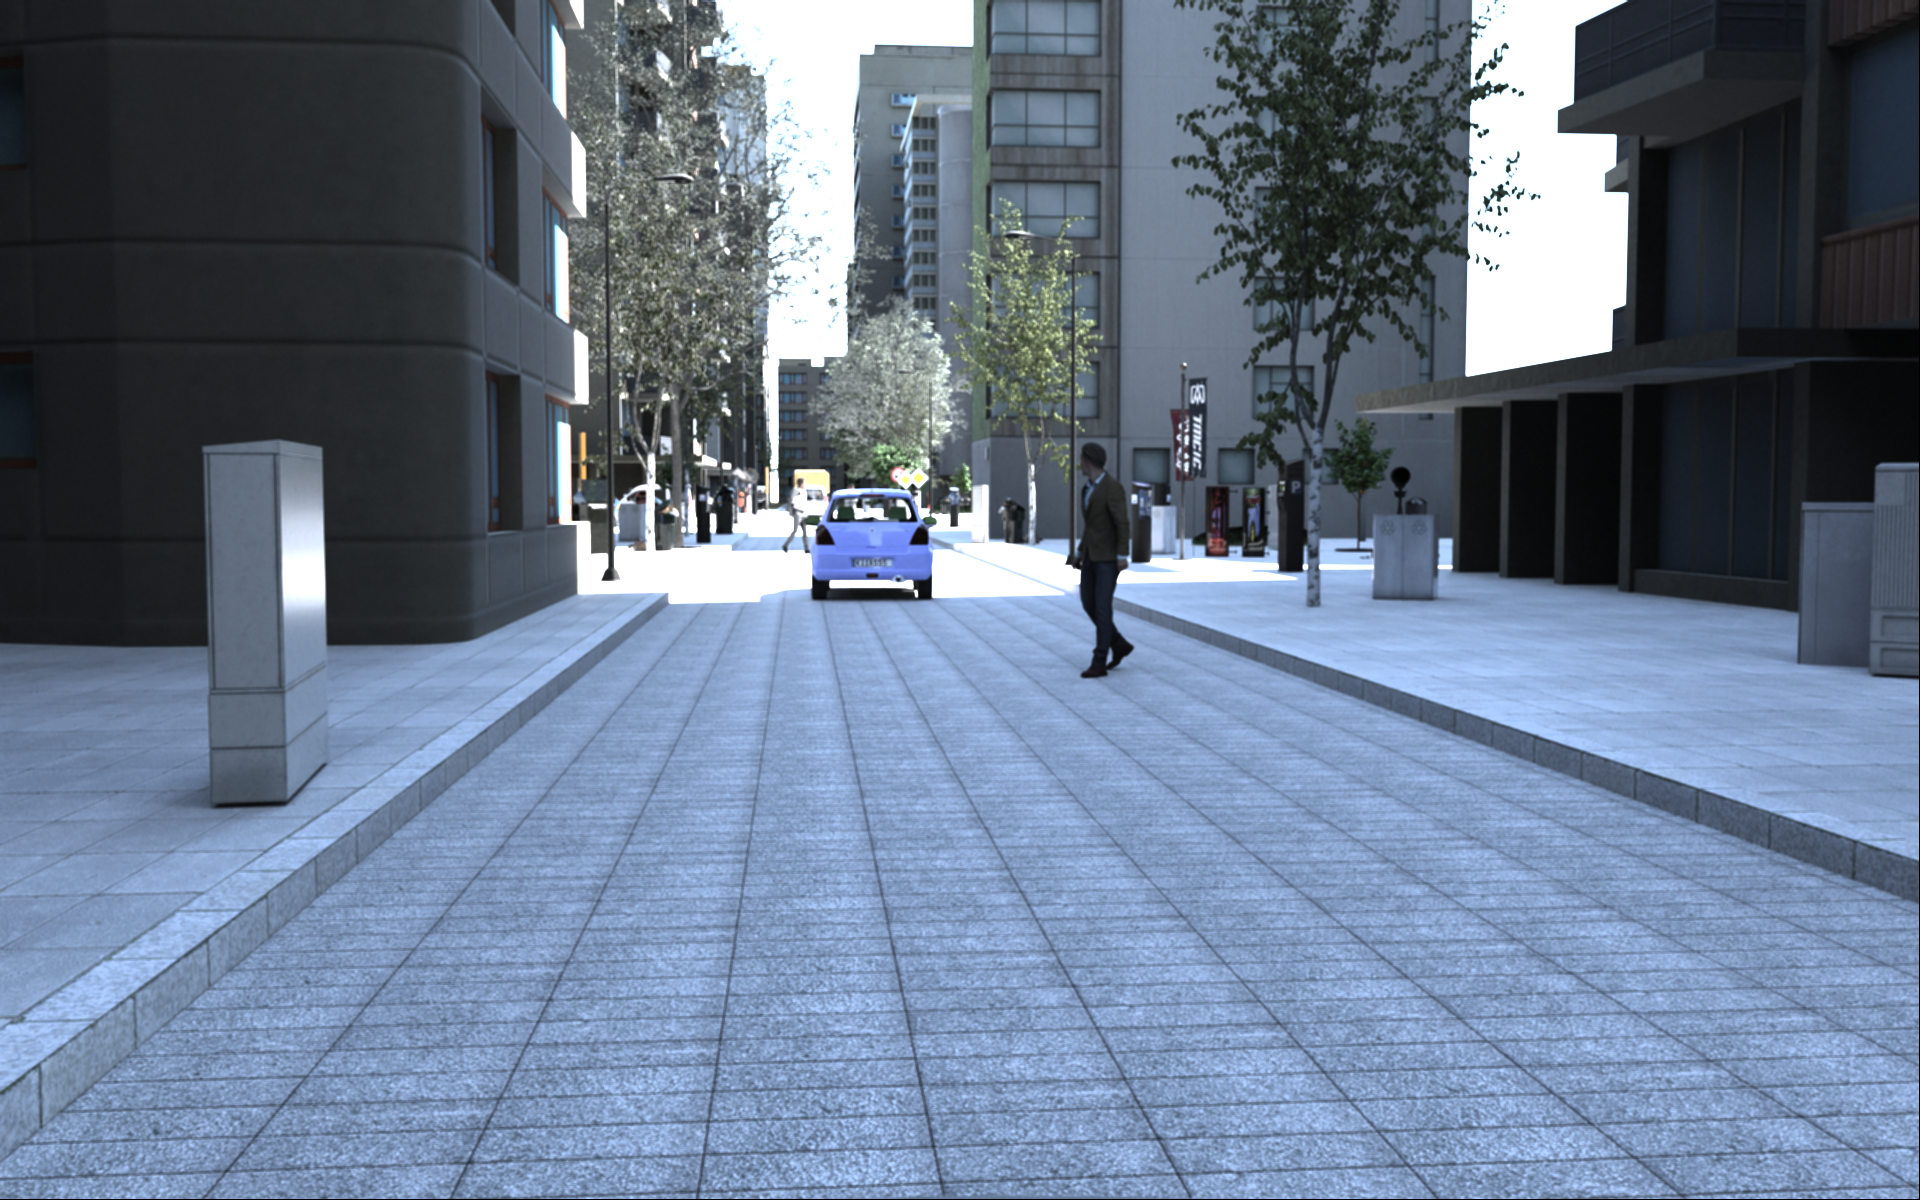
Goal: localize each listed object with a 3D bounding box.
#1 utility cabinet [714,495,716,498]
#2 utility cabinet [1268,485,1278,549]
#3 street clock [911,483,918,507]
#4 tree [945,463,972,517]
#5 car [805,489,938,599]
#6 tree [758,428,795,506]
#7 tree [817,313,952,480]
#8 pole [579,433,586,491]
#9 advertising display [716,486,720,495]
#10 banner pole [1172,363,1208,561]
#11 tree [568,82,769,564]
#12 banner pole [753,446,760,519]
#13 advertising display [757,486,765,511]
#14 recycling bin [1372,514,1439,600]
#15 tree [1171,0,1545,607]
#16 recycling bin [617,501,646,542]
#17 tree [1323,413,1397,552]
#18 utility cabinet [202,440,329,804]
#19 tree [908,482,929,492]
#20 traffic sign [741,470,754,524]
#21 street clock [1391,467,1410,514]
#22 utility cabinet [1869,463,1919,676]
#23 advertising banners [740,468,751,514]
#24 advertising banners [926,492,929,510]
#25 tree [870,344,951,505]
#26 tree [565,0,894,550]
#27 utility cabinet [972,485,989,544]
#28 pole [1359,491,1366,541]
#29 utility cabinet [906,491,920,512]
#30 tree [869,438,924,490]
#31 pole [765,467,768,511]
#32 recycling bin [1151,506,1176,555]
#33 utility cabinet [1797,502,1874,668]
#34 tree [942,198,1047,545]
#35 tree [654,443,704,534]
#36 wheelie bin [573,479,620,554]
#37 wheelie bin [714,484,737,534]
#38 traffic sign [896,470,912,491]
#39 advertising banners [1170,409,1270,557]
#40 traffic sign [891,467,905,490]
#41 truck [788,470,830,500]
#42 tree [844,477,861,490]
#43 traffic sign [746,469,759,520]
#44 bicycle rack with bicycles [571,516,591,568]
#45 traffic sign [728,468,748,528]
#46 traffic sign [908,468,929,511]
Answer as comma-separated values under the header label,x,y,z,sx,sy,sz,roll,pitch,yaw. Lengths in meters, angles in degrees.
label,x,y,z,sx,sy,sz,roll,pitch,yaw
utility cabinet,-20.285,-8.282,146.579,1.020,1.237,0.306,1,4,15
utility cabinet,7.391,-1.900,39.740,0.318,1.500,1.173,-1,4,-9
street clock,-2.091,-4.646,80.531,0.358,2.002,0.471,-2,4,-23
tree,0.243,-6.339,98.242,1.663,3.219,1.824,0,3,0
car,-1.271,-0.935,24.884,1.945,1.707,3.694,0,4,-3
tree,-20.667,-14.829,192.819,4.737,8.622,4.395,0,3,0
tree,-5.123,-13.037,119.811,9.857,13.997,8.962,0,3,0
pole,-12.551,-3.901,57.626,0.158,3.312,0.155,0,3,0
advertising display,-20.091,-8.573,145.375,0.974,1.923,0.123,3,4,36
banner pole,4.413,-2.632,33.050,0.401,3.779,0.863,-3,4,-38
tree,-5.652,-4.986,31.883,4.360,8.622,3.978,0,3,0
banner pole,-10.715,-6.175,90.973,0.401,3.779,0.863,0,4,-8
advertising display,-15.577,-7.929,134.854,0.974,1.923,0.123,-2,4,-32
recycling bin,5.487,-0.535,21.304,0.722,1.027,0.722,1,4,20
tree,4.223,-4.241,19.697,4.737,8.622,4.395,0,3,0
recycling bin,-8.787,-2.103,46.940,0.722,1.027,0.722,1,4,15
tree,8.986,-2.693,38.632,1.663,3.219,1.824,0,3,0
utility cabinet,-3.038,0.066,7.603,0.318,1.500,1.173,-1,4,-12
tree,-3.680,-9.292,146.531,1.663,3.219,1.824,0,3,0
traffic sign,-9.076,-4.246,73.072,0.795,2.450,0.064,0,4,-5
street clock,11.795,-2.560,46.420,0.471,2.002,0.358,0,4,-3
utility cabinet,6.946,-0.198,11.908,1.173,1.500,0.318,2,4,34
advertising banners,-14.113,-7.211,114.086,0.090,3.025,2.074,1,4,14
advertising banners,-2.549,-8.832,140.584,0.090,3.025,2.074,1,4,9
tree,-2.246,-8.183,84.147,4.360,8.622,3.978,0,3,0
tree,-6.579,-7.934,40.091,12.009,13.543,11.850,0,3,0
utility cabinet,0.515,-2.203,44.705,0.318,1.500,1.173,1,4,8
pole,10.893,-3.242,46.847,0.158,3.312,0.155,0,3,0
utility cabinet,-3.389,-6.996,123.063,1.173,1.500,0.318,2,4,35
tree,-3.478,-6.885,96.278,4.285,4.588,4.351,0,3,0
pole,-14.705,-8.432,131.703,0.158,3.312,0.155,0,3,0
recycling bin,4.176,-1.500,37.079,0.722,1.027,0.722,2,4,27
utility cabinet,6.818,-0.104,12.865,1.020,1.237,0.306,2,4,34
tree,1.728,-5.662,42.944,4.737,8.622,4.395,0,3,0
tree,-9.200,-3.766,56.182,1.663,3.219,1.824,0,3,0
wheelie bin,-7.805,-1.783,37.065,0.980,1.594,0.693,-2,4,-30
wheelie bin,-7.543,-2.920,55.652,0.693,1.594,0.980,0,4,-2
traffic sign,-2.309,-4.283,73.674,0.795,2.450,0.064,0,4,-5
advertising banners,5.296,-2.399,35.416,2.074,3.025,0.090,1,4,22
traffic sign,-2.854,-4.937,80.818,0.768,2.556,0.104,0,4,0
truck,-12.044,-8.802,139.836,3.469,3.379,9.791,0,4,-7
tree,-10.625,-10.734,170.094,1.663,3.219,1.824,0,3,0
traffic sign,-10.415,-5.274,86.333,0.768,2.556,0.104,0,4,2
bicycle rack with bicycles,-7.319,-0.940,28.759,2.852,0.926,2.925,0,4,-3
traffic sign,-8.341,-3.760,65.120,0.795,2.450,0.064,0,4,-5
traffic sign,-1.574,-3.797,65.723,0.795,2.450,0.064,0,4,-5
